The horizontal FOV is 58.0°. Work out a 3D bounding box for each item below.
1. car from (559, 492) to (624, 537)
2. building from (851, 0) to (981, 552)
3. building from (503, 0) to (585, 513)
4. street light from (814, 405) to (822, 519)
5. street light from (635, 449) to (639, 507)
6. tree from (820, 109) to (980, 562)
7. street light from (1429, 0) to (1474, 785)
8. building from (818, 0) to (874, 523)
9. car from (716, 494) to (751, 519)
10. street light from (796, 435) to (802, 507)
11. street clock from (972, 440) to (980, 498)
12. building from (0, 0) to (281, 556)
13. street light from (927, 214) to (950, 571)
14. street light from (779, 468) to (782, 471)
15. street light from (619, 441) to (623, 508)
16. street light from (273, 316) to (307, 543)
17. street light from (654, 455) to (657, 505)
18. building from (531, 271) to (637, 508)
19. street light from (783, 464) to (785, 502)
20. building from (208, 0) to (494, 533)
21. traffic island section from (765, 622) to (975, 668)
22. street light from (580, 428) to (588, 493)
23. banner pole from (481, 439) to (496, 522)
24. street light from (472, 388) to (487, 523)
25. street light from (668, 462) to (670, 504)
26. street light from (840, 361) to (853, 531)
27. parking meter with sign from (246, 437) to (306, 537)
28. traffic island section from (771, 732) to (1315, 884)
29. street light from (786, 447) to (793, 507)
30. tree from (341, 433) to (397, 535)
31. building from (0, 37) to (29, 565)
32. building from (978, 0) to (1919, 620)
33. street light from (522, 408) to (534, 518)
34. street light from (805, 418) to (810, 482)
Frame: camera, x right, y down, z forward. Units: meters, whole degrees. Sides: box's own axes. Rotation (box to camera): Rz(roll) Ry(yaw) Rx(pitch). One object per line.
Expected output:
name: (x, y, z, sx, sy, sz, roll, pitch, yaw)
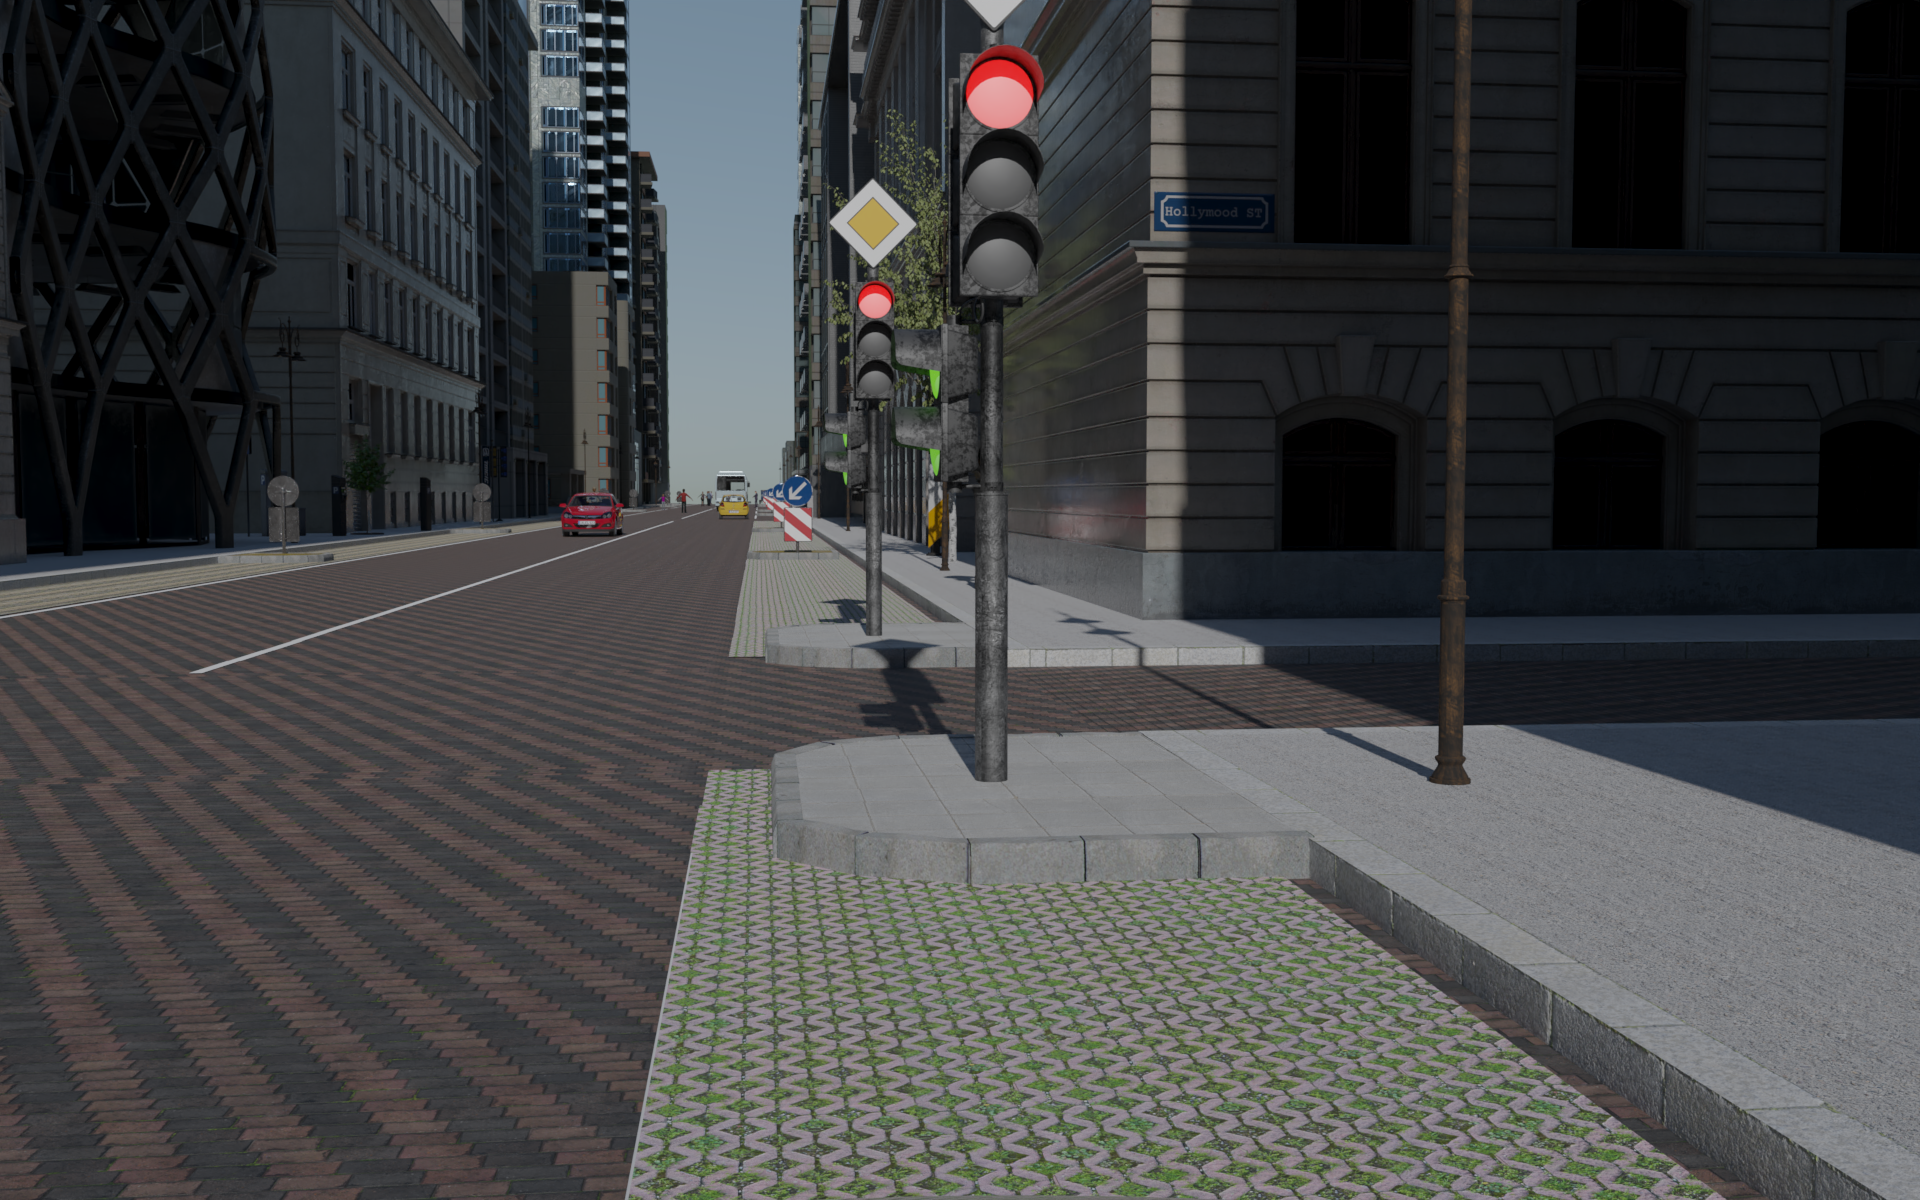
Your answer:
car: (-12.608, -3.086, 59.502, 2.155, 1.783, 4.494, 0, 4, -6)
building: (4.169, -12.715, 49.688, 13.314, 21.916, 24.055, 0, 4, -7)
building: (-43.083, -26.191, 120.102, 32.217, 40.220, 23.993, 0, 4, -7)
street light: (-7.341, -7.170, 90.015, 0.468, 5.910, 1.993, 0, 4, -7)
street light: (-32.259, -12.257, 173.186, 0.468, 5.910, 1.993, 0, 4, -7)
tree: (-0.357, -5.026, 32.534, 4.737, 8.622, 4.395, 0, 3, 0)
street light: (2.182, -2.125, 7.533, 0.468, 5.910, 1.993, 0, 4, -7)
building: (1.400, -15.743, 76.470, 14.314, 24.678, 30.058, 0, 4, -7)
car: (-13.005, -5.461, 99.515, 2.015, 1.641, 3.980, 0, 4, -8)
street light: (-12.622, -9.960, 135.639, 0.468, 5.910, 1.993, 0, 4, -7)
street clock: (0.328, -1.148, 23.345, 0.471, 2.002, 0.358, -3, 5, -42)
building: (-25.440, -10.590, 40.604, 16.820, 18.784, 16.811, 0, 4, -7)
street light: (-0.253, -3.426, 28.808, 0.468, 5.910, 1.993, 0, 4, -7)
street light: (-22.153, -15.002, 218.065, 0.468, 5.910, 1.993, 0, 4, -7)
street light: (-29.822, -10.980, 152.309, 0.468, 5.910, 1.993, 0, 4, -7)
street light: (-17.428, -4.427, 45.170, 0.468, 5.910, 1.993, 0, 4, -7)
street light: (-35.740, -14.114, 203.553, 0.468, 5.910, 1.993, 0, 4, -7)
building: (-42.744, -18.516, 147.769, 27.650, 21.520, 28.899, 0, 4, -7)
street light: (-18.602, -13.089, 186.790, 0.468, 5.910, 1.993, 0, 4, -7)
building: (-29.046, -14.441, 69.398, 16.112, 22.955, 30.059, 0, 4, -7)
traffic island section: (-0.757, 0.402, 15.712, 2.009, 0.180, 2.903, 0, 4, -7)
street light: (-26.405, -9.127, 122.013, 0.468, 5.910, 1.993, 0, 4, -7)
banner pole: (-21.404, -5.423, 78.689, 0.401, 3.779, 0.863, 2, 4, 29)
street light: (-20.925, -6.283, 75.511, 0.468, 5.910, 1.993, 0, 4, -7)
street light: (-39.251, -15.966, 233.838, 0.468, 5.910, 1.993, 0, 4, -7)
street light: (-3.867, -5.317, 59.726, 0.468, 5.910, 1.993, 0, 4, -7)
parking meter with sign: (-20.821, -3.447, 52.618, 1.738, 3.016, 0.543, -3, 5, -45)
traffic island section: (0.163, 0.887, 7.779, 2.009, 0.180, 2.903, 0, 4, -7)
street light: (-16.214, -11.828, 166.175, 0.468, 5.910, 1.993, 0, 4, -7)
tree: (-18.690, -3.688, 54.903, 1.663, 3.219, 1.824, 0, 3, 0)
building: (-21.030, -9.636, 22.172, 10.561, 19.102, 19.286, 0, 4, -7)
building: (18.082, -12.528, 23.922, 34.723, 24.649, 14.460, 0, 4, -7)
street light: (-22.784, -7.261, 91.497, 0.468, 5.910, 1.993, 0, 4, -7)
street light: (-9.180, -8.108, 105.347, 0.468, 5.910, 1.993, 0, 4, -7)
